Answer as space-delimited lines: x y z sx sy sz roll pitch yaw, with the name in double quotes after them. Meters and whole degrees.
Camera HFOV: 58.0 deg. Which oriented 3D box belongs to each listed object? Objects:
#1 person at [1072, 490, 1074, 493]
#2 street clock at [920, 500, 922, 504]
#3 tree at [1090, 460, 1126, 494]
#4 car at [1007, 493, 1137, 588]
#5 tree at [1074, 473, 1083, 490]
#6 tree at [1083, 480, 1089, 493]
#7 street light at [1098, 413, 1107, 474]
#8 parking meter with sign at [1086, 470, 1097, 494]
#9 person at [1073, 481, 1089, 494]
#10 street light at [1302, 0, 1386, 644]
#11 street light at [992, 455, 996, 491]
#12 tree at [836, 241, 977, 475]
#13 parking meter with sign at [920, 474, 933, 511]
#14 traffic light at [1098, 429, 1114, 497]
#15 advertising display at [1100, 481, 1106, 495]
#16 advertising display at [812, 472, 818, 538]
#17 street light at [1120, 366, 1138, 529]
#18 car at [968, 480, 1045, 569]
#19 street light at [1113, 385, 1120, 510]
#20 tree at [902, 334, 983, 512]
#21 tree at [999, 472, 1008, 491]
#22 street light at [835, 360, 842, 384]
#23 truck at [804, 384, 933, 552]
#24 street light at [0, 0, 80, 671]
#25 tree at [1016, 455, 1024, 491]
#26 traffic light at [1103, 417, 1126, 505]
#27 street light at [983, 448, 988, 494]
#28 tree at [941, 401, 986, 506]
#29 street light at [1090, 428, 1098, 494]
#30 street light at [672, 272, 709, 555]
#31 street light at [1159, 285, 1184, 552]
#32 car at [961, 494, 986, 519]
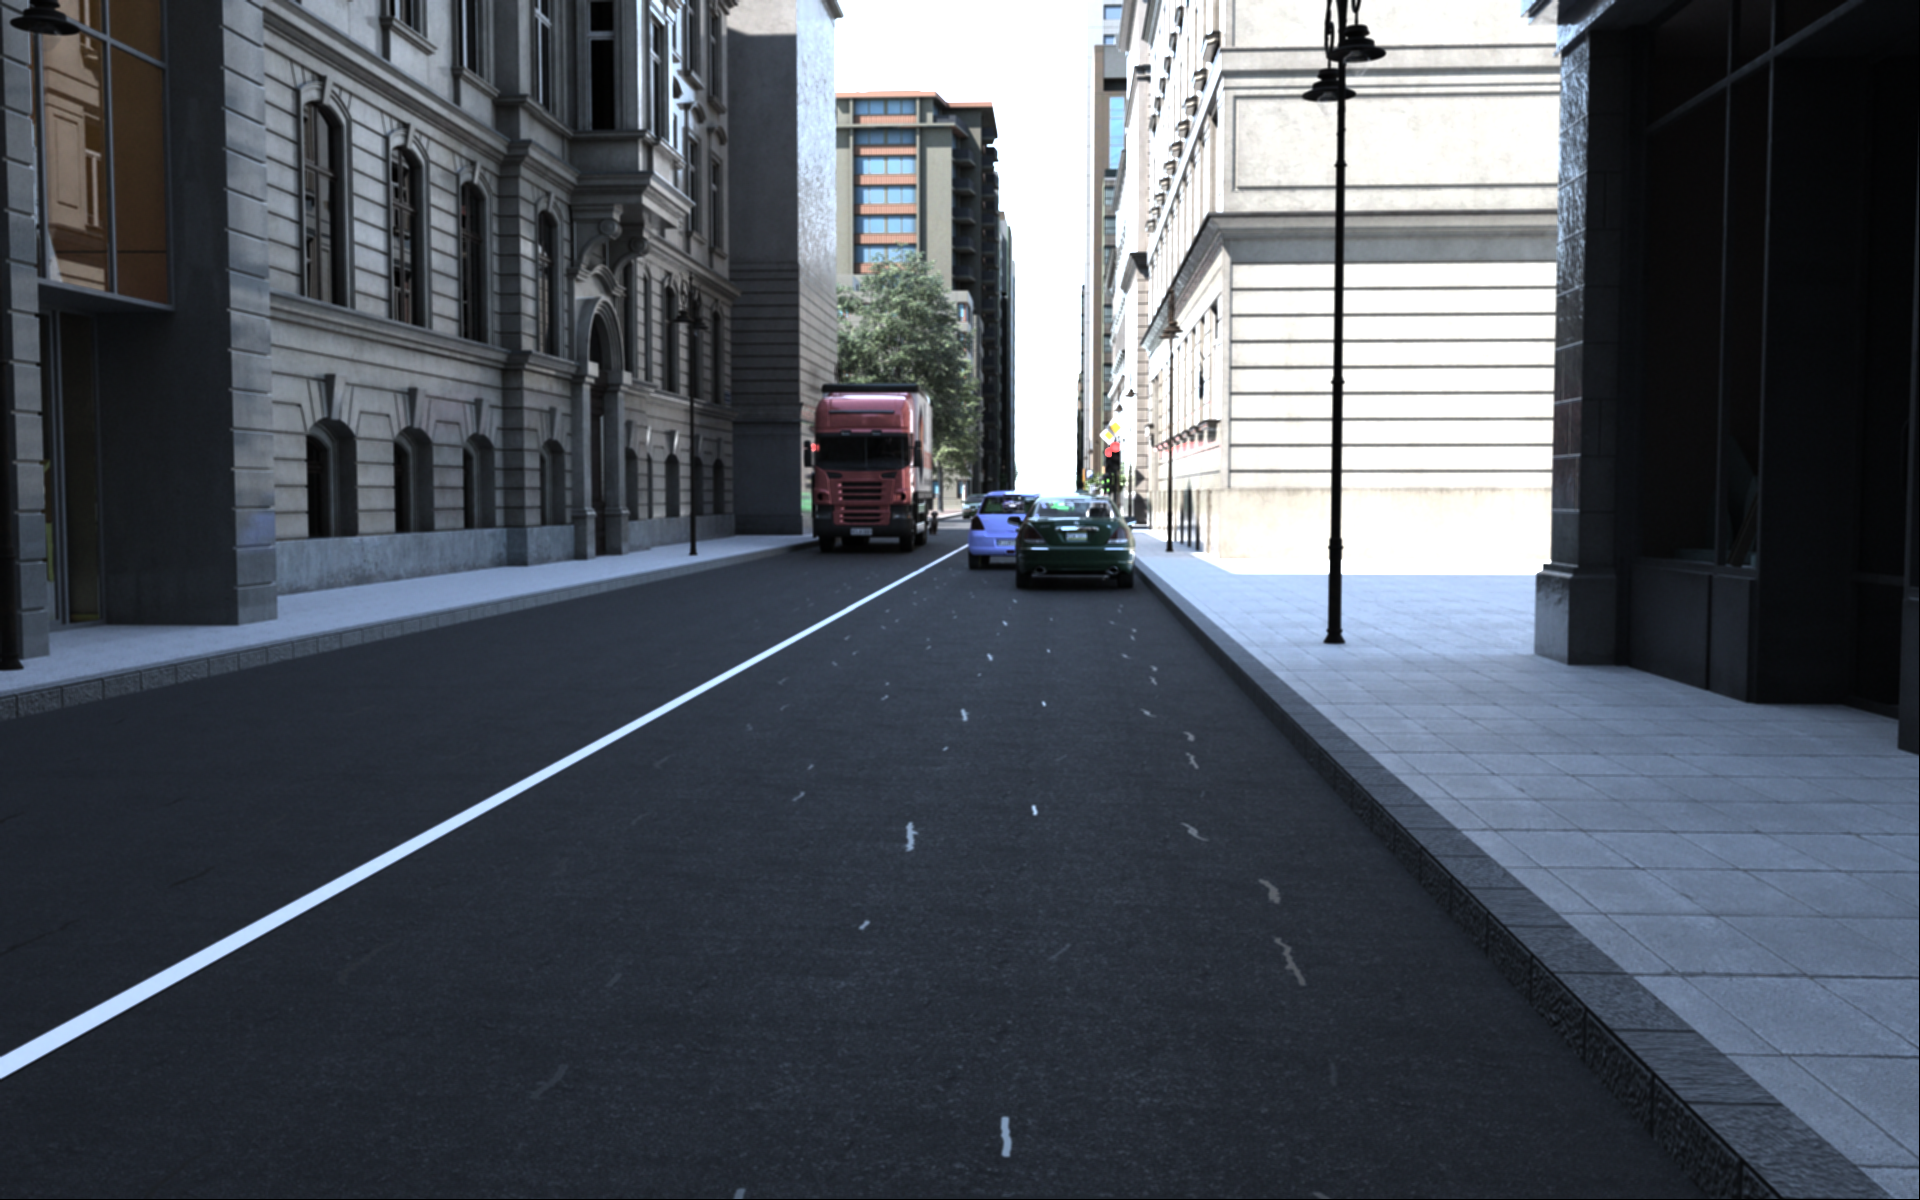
9.468 -8.454 147.167 0.683 1.767 0.568 0 4 4 "person"
-2.479 -6.562 111.858 0.471 2.002 0.358 2 4 25 "street clock"
7.615 -5.564 85.573 1.663 3.219 1.824 0 3 0 "tree"
1.818 -0.985 27.910 2.131 1.459 4.920 0 4 2 "car"
16.546 -15.008 229.096 4.285 4.588 4.351 0 3 0 "tree"
11.439 -9.351 147.486 1.663 3.219 1.824 0 3 0 "tree"
8.170 -7.610 97.210 0.468 5.910 1.993 0 4 3 "street light"
9.666 -7.937 126.031 0.543 3.016 1.738 -1 4 -13 "parking meter with sign"
3.661 -2.702 52.699 0.660 1.820 0.620 -1 4 -18 "person"
3.228 -2.567 14.756 0.468 5.910 1.993 0 4 3 "street light"
3.862 -13.640 195.796 0.468 5.910 1.993 0 4 3 "street light"
-3.668 -11.155 89.043 9.857 13.997 8.962 0 3 0 "tree"
-2.947 -8.335 132.538 1.738 3.016 0.543 0 3 0 "parking meter with sign"
6.095 -5.017 70.950 0.839 4.253 0.868 0 4 3 "traffic light"
6.685 -4.644 81.150 0.123 1.923 0.974 0 4 -4 "advertising display"
-4.274 -2.803 51.043 0.123 1.923 0.974 0 4 -1 "advertising display"
6.156 -5.492 62.578 0.468 5.910 1.993 0 4 3 "street light"
1.120 -1.517 34.400 1.945 1.707 3.694 0 4 5 "car"
6.744 -6.158 73.477 0.468 5.910 1.993 0 4 3 "street light"
-1.675 -12.443 121.563 7.486 12.596 7.792 0 3 0 "tree"
4.626 -14.701 224.071 4.285 4.588 4.351 0 3 0 "tree"
-4.192 -5.332 59.968 0.468 5.910 1.993 0 4 3 "street light"
-2.211 -3.511 46.325 2.839 4.237 11.283 0 4 2 "truck"
-6.956 -2.429 12.498 0.468 5.910 1.993 0 4 3 "street light"
9.566 -21.767 306.254 4.737 8.622 4.395 0 3 0 "tree"
5.624 -4.530 62.979 0.839 4.253 0.868 0 4 3 "traffic light"
2.509 -12.178 171.896 0.468 5.910 1.993 0 4 3 "street light"
0.214 -11.386 136.526 4.360 8.622 3.978 0 3 0 "tree"
9.529 -9.086 121.340 0.468 5.910 1.993 0 4 3 "street light"
-5.607 -3.881 36.235 0.468 5.910 1.993 0 4 3 "street light"
4.679 -4.018 38.487 0.468 5.910 1.993 0 4 3 "street light"
1.099 -5.573 100.905 2.009 1.686 4.222 0 4 4 "car"
